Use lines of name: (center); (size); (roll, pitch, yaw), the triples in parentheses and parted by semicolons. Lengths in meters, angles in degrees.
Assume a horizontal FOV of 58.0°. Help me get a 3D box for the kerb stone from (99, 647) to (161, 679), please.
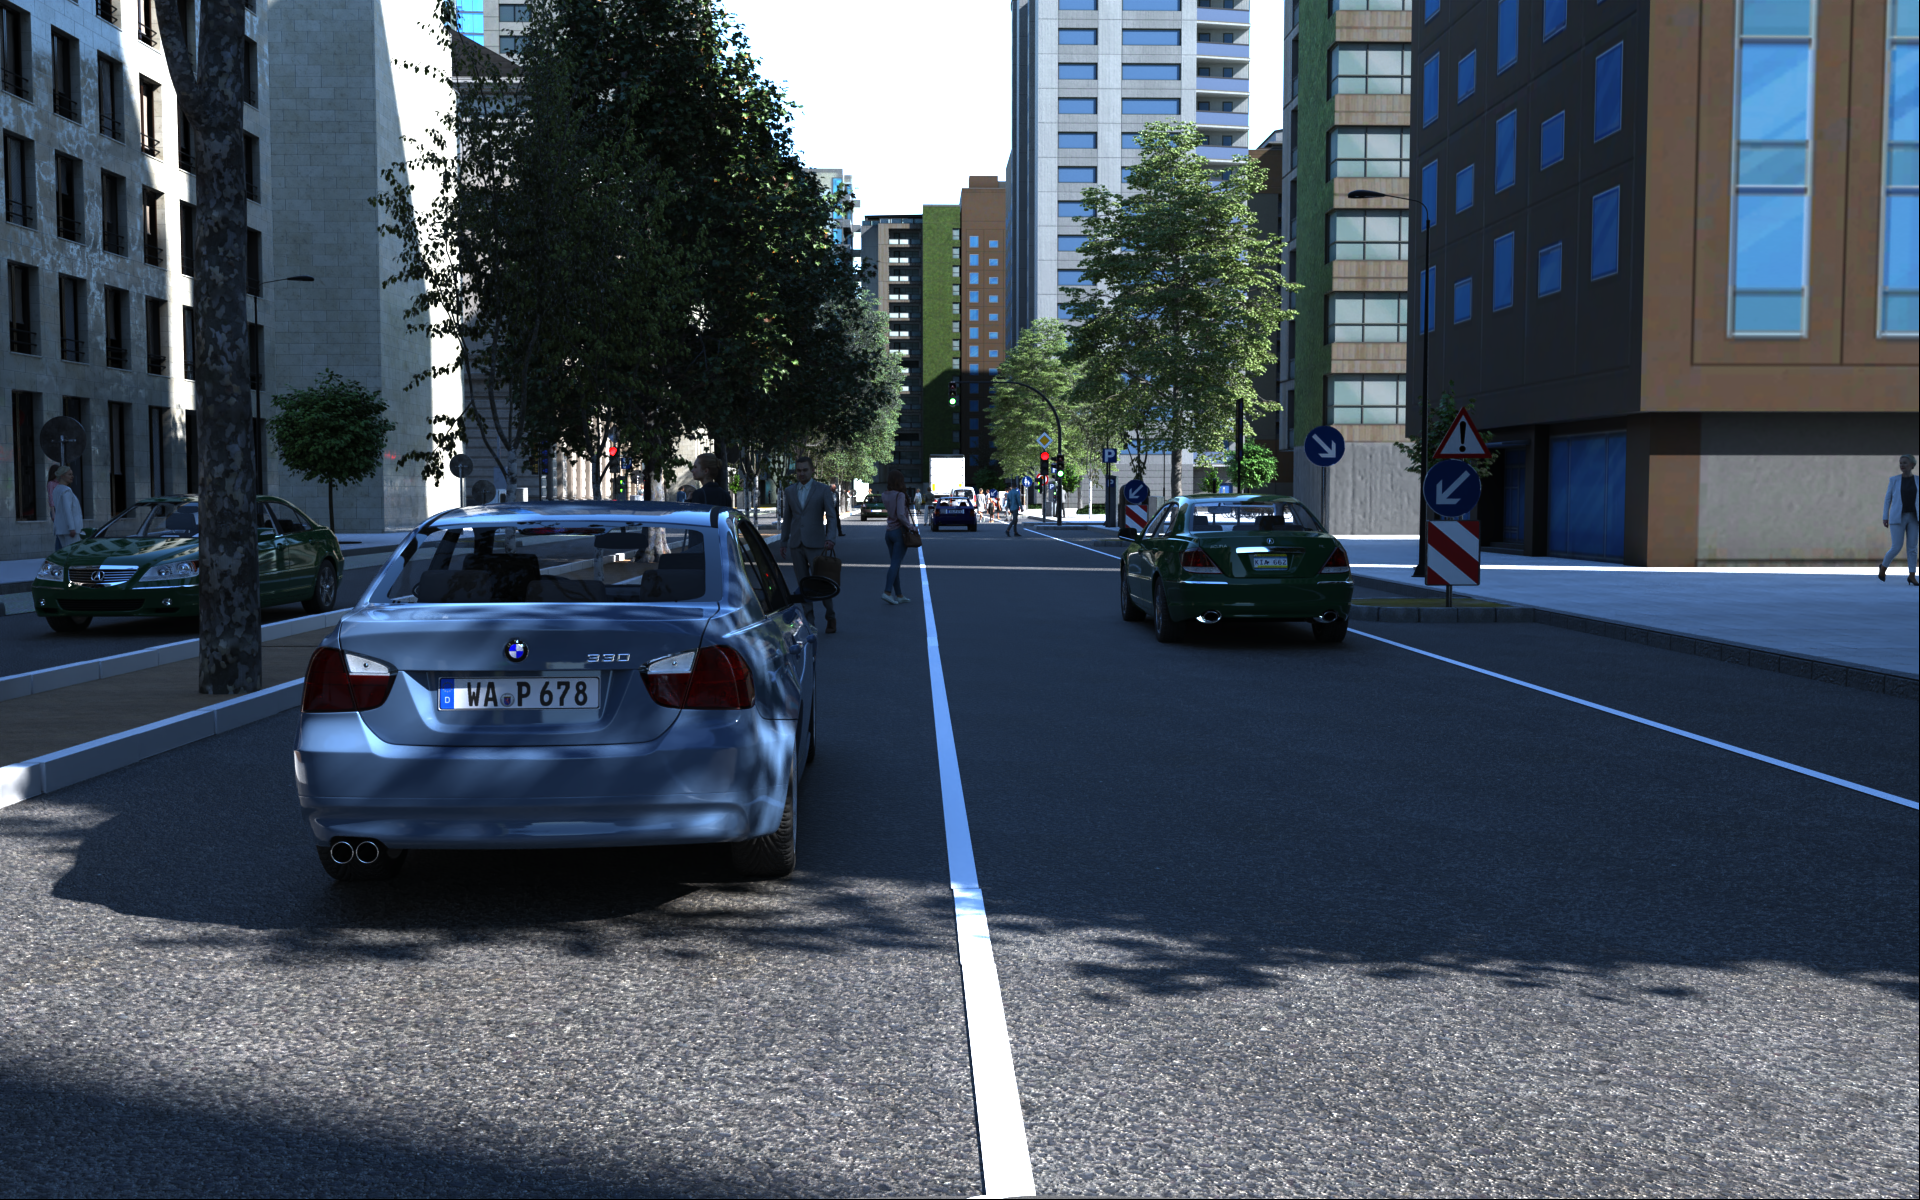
kerb stone: (-6.688, 0.515, 13.844); (0.120, 0.150, 1.000); (0, 4, -2)

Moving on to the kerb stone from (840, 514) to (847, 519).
kerb stone: (-7.109, -5.105, 105.664); (0.120, 0.150, 1.000); (0, 4, -2)

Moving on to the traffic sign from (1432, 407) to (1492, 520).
traffic sign: (7.488, -1.583, 25.883); (0.884, 2.594, 0.081); (0, 3, 0)

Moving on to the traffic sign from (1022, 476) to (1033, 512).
traffic sign: (4.721, -7.442, 121.785); (0.768, 2.556, 0.104); (0, 4, 7)

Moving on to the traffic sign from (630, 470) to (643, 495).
traffic sign: (-16.864, -5.532, 90.557); (0.768, 2.556, 0.104); (0, 4, 5)

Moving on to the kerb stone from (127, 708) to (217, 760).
kerb stone: (-4.484, 0.763, 9.802); (0.120, 0.150, 1.000); (0, 4, -2)

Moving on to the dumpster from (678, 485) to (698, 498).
dumpster: (-17.067, -6.312, 108.964); (1.264, 1.857, 1.865); (0, 4, -2)

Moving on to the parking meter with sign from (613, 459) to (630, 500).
parking meter with sign: (-16.428, -5.345, 83.648); (0.543, 3.016, 1.738); (-2, 4, -34)

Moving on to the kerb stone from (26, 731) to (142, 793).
kerb stone: (-4.447, 0.821, 8.780); (0.120, 0.150, 1.000); (0, 4, -2)

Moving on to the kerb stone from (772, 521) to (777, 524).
kerb stone: (-8.508, -3.532, 79.944); (0.120, 0.150, 1.000); (0, 4, -2)

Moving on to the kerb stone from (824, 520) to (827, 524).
kerb stone: (-6.578, -3.908, 86.160); (0.120, 0.150, 1.000); (0, 4, -2)

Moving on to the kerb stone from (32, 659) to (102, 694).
kerb stone: (-6.669, 0.576, 12.821); (0.120, 0.150, 1.000); (0, 4, -2)

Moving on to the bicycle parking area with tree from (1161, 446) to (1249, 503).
bicycle parking area with tree: (14.900, -7.200, 104.719); (8.231, 4.147, 9.016); (0, 4, 8)

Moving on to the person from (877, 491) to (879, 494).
person: (-10.650, -13.193, 224.208); (1.348, 1.824, 0.705); (2, 4, 29)

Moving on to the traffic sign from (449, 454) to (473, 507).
traffic sign: (-15.732, -3.336, 54.643); (0.768, 2.556, 0.104); (0, 4, 2)

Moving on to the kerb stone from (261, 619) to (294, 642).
kerb stone: (-6.774, 0.322, 16.923); (0.120, 0.150, 1.000); (0, 4, -2)

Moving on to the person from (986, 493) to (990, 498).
person: (2.924, -10.648, 180.682); (0.434, 1.755, 0.990); (2, 4, 24)

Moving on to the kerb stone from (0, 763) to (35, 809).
kerb stone: (-4.428, 0.883, 7.754); (0.120, 0.150, 1.000); (0, 4, -2)

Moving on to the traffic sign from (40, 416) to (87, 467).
traffic sign: (-14.649, -1.724, 28.300); (0.768, 2.556, 0.104); (0, 4, 1)

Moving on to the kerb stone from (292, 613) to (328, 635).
kerb stone: (-6.808, 0.260, 17.945); (0.120, 0.150, 1.000); (0, 4, -2)

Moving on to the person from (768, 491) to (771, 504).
person: (-25.236, -13.562, 228.586); (0.445, 1.727, 0.742); (-2, 4, -34)

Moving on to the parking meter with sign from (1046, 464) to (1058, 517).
parking meter with sign: (5.246, -6.227, 98.075); (0.543, 3.016, 1.738); (1, 4, 16)

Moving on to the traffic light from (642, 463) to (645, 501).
traffic light: (-11.979, -6.301, 77.687); (4.771, 5.953, 1.251); (0, 4, -2)

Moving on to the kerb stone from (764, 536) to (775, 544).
kerb stone: (-5.609, -1.750, 50.810); (0.120, 0.150, 1.000); (0, 4, -2)

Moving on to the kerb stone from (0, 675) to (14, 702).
kerb stone: (-6.638, 0.636, 11.790); (0.120, 0.150, 1.000); (0, 4, -2)

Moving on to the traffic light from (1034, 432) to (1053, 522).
traffic light: (3.786, -5.454, 78.098); (0.839, 4.253, 0.868); (0, 4, -2)

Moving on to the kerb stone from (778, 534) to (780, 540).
kerb stone: (-5.669, -1.875, 52.854); (0.120, 0.150, 1.000); (0, 4, -2)

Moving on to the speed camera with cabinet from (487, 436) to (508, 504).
speed camera with cabinet: (-15.403, -3.886, 57.870); (0.660, 3.252, 2.038); (0, 4, 1)

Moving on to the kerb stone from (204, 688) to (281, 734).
kerb stone: (-4.505, 0.698, 10.824); (0.120, 0.150, 1.000); (0, 4, -2)

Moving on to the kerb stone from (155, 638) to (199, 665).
kerb stone: (-6.722, 0.448, 14.871); (0.120, 0.150, 1.000); (0, 4, -2)

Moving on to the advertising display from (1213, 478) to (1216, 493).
advertising display: (10.398, -4.014, 70.835); (0.123, 1.923, 0.974); (1, 4, 9)

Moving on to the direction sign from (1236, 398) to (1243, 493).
direction sign: (6.628, -3.005, 41.135); (0.379, 3.537, 0.876); (0, 4, 0)

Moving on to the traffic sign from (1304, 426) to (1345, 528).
traffic sign: (6.783, -1.971, 32.329); (0.768, 2.556, 0.104); (0, 4, 1)

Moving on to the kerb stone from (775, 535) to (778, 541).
kerb stone: (-5.632, -1.812, 51.831); (0.120, 0.150, 1.000); (0, 4, -2)

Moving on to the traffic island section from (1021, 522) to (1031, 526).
traffic island section: (3.827, -3.421, 78.213); (2.009, 0.180, 2.903); (0, 4, -2)

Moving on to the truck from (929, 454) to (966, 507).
truck: (-0.950, -8.510, 128.052); (2.839, 4.237, 11.283); (0, 4, 0)

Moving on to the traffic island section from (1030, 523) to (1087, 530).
traffic island section: (4.045, -2.933, 70.231); (2.009, 0.180, 2.903); (0, 4, -2)

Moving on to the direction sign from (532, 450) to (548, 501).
direction sign: (-16.976, -4.772, 70.013); (0.379, 3.537, 0.876); (2, 4, 33)

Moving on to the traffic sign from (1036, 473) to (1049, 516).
traffic sign: (4.925, -6.328, 103.570); (0.768, 2.556, 0.104); (0, 4, 7)

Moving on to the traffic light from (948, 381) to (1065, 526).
traffic light: (1.916, -5.826, 69.918); (4.771, 5.953, 1.251); (0, 4, -2)

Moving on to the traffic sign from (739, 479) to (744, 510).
traffic sign: (-17.879, -8.732, 142.879); (0.768, 2.556, 0.104); (0, 4, 5)

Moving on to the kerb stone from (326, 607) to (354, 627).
kerb stone: (-6.837, 0.202, 18.967); (0.120, 0.150, 1.000); (0, 4, -2)

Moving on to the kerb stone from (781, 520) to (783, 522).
kerb stone: (-8.594, -3.718, 83.020); (0.120, 0.150, 1.000); (0, 4, -2)

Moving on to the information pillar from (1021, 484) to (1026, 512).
information pillar: (4.602, -7.436, 126.066); (0.304, 2.012, 0.304); (2, 4, 24)

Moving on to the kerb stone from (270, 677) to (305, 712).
kerb stone: (-4.542, 0.637, 11.845); (0.120, 0.150, 1.000); (0, 4, -2)

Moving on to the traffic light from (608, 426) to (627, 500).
traffic light: (-13.849, -4.935, 69.612); (0.839, 4.253, 0.868); (0, 4, -2)

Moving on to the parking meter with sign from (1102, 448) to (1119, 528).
parking meter with sign: (5.898, -4.326, 66.984); (0.543, 3.016, 1.738); (1, 4, 13)
